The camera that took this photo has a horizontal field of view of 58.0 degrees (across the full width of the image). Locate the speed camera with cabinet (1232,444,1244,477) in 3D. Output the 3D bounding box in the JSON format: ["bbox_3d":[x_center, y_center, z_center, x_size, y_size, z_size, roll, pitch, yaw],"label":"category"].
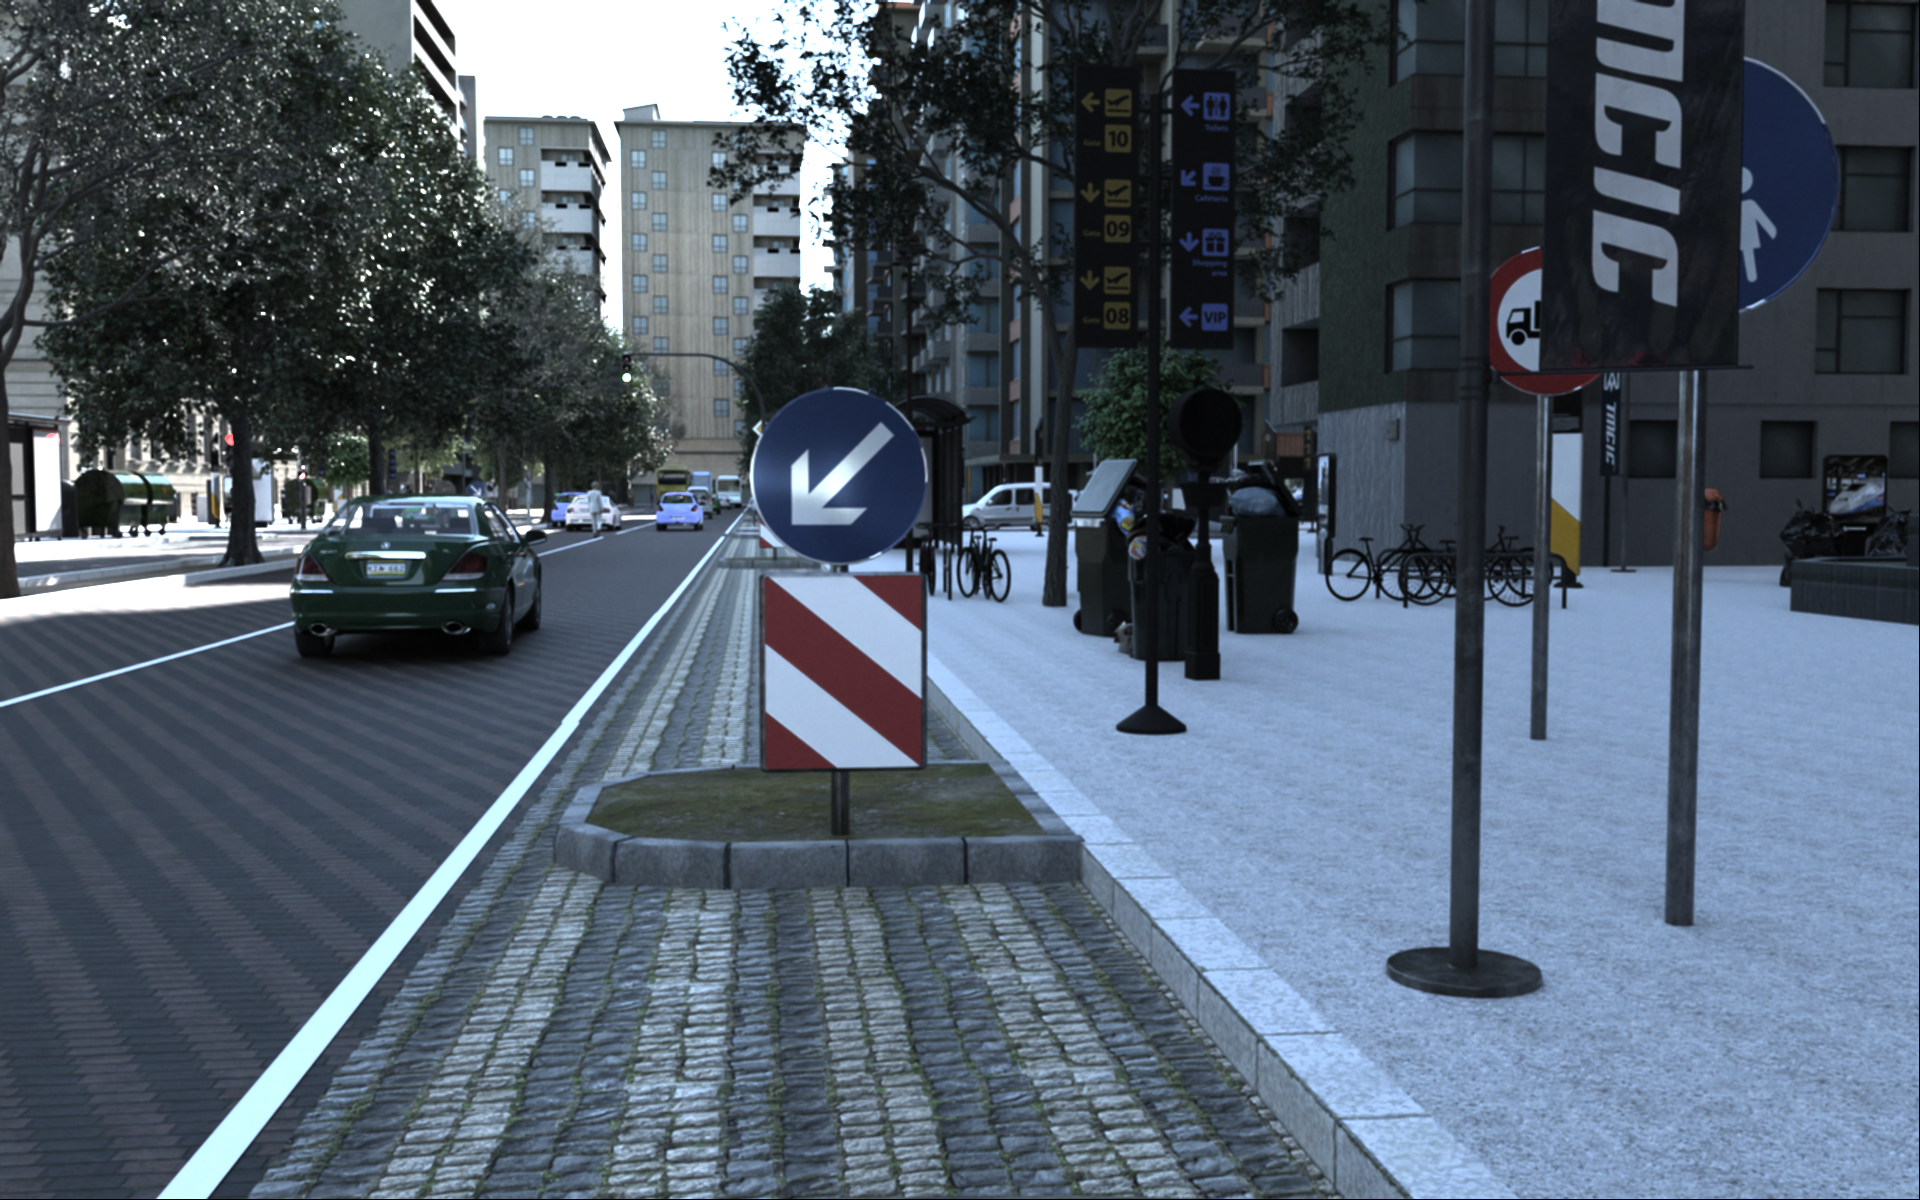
[{"bbox_3d":[11.131,-4.378,65.919,2.038,3.252,0.660,0,4,-1],"label":"speed camera with cabinet"}]

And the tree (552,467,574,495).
[{"bbox_3d":[-36.758,-12.671,157.537,4.737,8.622,4.395,0,3,0],"label":"tree"}]

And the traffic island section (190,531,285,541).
[{"bbox_3d":[-22.795,-1.976,54.589,2.009,0.180,2.903,0,4,-7],"label":"traffic island section"}]

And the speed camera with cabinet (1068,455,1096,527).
[{"bbox_3d":[4.633,-4.507,68.030,2.038,3.252,0.660,0,4,-2],"label":"speed camera with cabinet"}]

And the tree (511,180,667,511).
[{"bbox_3d":[-17.897,-9.461,67.511,12.009,13.543,11.850,0,3,0],"label":"tree"}]

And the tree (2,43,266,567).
[{"bbox_3d":[-14.158,-7.001,33.936,9.611,12.733,9.660,0,3,0],"label":"tree"}]

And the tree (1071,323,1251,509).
[{"bbox_3d":[3.853,-3.032,33.294,4.285,4.588,4.351,0,3,0],"label":"tree"}]

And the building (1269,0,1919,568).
[{"bbox_3d":[13.910,-16.219,36.876,14.160,30.474,14.107,0,4,-7],"label":"building"}]

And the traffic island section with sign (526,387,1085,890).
[{"bbox_3d":[-0.636,0.088,7.196,1.989,1.847,2.006,0,4,-7],"label":"traffic island section with sign"}]

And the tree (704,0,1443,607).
[{"bbox_3d":[1.013,-5.185,19.188,8.767,10.594,7.601,1,4,8],"label":"tree"}]

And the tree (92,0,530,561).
[{"bbox_3d":[-14.906,-7.617,43.998,9.611,12.733,9.660,0,3,0],"label":"tree"}]

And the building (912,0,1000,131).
[{"bbox_3d":[8.289,-30.959,125.787,23.786,49.044,30.456,0,4,-7],"label":"building"}]

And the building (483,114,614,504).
[{"bbox_3d":[-60.578,-39.779,239.622,27.495,52.752,28.713,0,4,-7],"label":"building"}]

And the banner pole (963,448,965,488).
[{"bbox_3d":[-0.048,-5.649,82.372,0.401,3.779,0.863,3,5,40],"label":"banner pole"}]

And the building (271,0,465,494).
[{"bbox_3d":[-54.511,-31.877,144.898,21.300,48.544,21.600,0,4,-7],"label":"building"}]

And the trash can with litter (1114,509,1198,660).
[{"bbox_3d":[1.465,-0.138,13.648,0.624,1.170,1.055,-1,4,-14],"label":"trash can with litter"}]

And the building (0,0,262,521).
[{"bbox_3d":[-44.782,-15.248,82.581,16.112,22.955,30.059,0,4,-7],"label":"building"}]

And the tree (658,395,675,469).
[{"bbox_3d":[-23.280,-11.726,111.183,9.611,12.733,9.660,0,3,0],"label":"tree"}]

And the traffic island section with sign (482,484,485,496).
[{"bbox_3d":[-17.465,-3.349,62.898,2.006,1.907,1.989,0,4,-7],"label":"traffic island section with sign"}]

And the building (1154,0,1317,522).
[{"bbox_3d":[14.818,-26.389,86.079,28.867,44.769,22.147,0,4,-7],"label":"building"}]

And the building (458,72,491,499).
[{"bbox_3d":[-52.779,-29.337,163.250,14.154,41.232,14.086,0,4,-7],"label":"building"}]

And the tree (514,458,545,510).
[{"bbox_3d":[-34.734,-13.373,136.775,7.486,12.596,7.792,0,3,0],"label":"tree"}]

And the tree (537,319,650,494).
[{"bbox_3d":[-21.997,-10.595,101.447,9.928,11.665,9.643,0,3,0],"label":"tree"}]

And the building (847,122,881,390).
[{"bbox_3d":[-5.783,-33.698,201.068,14.600,45.320,14.200,0,4,-7],"label":"building"}]

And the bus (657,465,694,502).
[{"bbox_3d":[-24.298,-9.541,147.548,2.896,3.916,12.252,0,4,-7],"label":"bus"}]

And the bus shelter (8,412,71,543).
[{"bbox_3d":[-25.068,-4.013,43.245,2.179,5.291,8.768,0,4,-6],"label":"bus shelter"}]

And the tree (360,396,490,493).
[{"bbox_3d":[-31.393,-11.108,99.749,7.486,12.596,7.792,0,3,0],"label":"tree"}]

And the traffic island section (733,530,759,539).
[{"bbox_3d":[-6.363,-2.092,56.486,2.009,0.180,2.903,0,4,-7],"label":"traffic island section"}]

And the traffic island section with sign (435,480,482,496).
[{"bbox_3d":[-16.620,-2.899,55.539,2.006,1.907,1.989,0,4,-7],"label":"traffic island section with sign"}]

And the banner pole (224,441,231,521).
[{"bbox_3d":[-34.773,-5.656,82.489,0.401,3.779,0.863,0,4,7],"label":"banner pole"}]

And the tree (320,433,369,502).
[{"bbox_3d":[-28.811,-5.963,81.209,4.285,4.588,4.351,0,3,0],"label":"tree"}]

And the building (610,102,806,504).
[{"bbox_3d":[-33.237,-39.957,242.528,27.495,52.752,28.713,0,4,-7],"label":"building"}]

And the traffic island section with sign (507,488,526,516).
[{"bbox_3d":[-29.345,-6.431,113.778,1.989,1.847,2.006,0,4,-7],"label":"traffic island section with sign"}]

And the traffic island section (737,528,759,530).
[{"bbox_3d":[-7.284,-2.577,64.418,2.009,0.180,2.903,0,4,-7],"label":"traffic island section"}]

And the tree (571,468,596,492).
[{"bbox_3d":[-39.675,-12.153,182.411,4.285,4.588,4.351,0,3,0],"label":"tree"}]

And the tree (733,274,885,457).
[{"bbox_3d":[-8.298,-11.834,100.133,9.857,13.997,8.962,0,3,0],"label":"tree"}]

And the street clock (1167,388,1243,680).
[{"bbox_3d":[1.683,-0.453,11.971,0.471,2.002,0.358,-1,4,-16],"label":"street clock"}]

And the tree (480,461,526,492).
[{"bbox_3d":[-33.944,-8.849,128.397,4.285,4.588,4.351,0,3,0],"label":"tree"}]

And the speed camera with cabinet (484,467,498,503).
[{"bbox_3d":[-34.465,-8.007,125.250,2.038,3.252,0.660,1,4,12],"label":"speed camera with cabinet"}]

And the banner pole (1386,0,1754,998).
[{"bbox_3d":[1.546,-0.879,4.389,0.863,3.779,0.401,2,4,25],"label":"banner pole"}]

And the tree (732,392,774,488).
[{"bbox_3d":[-20.906,-17.620,205.099,9.611,12.733,9.660,0,3,0],"label":"tree"}]

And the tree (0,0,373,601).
[{"bbox_3d":[-12.974,-6.744,23.086,12.009,13.543,11.850,0,3,0],"label":"tree"}]

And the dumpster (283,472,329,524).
[{"bbox_3d":[-27.997,-4.380,74.103,1.502,2.255,1.985,0,4,-7],"label":"dumpster"}]

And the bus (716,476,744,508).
[{"bbox_3d":[-24.359,-11.511,183.063,2.948,3.499,13.247,0,4,-7],"label":"bus"}]

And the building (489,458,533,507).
[{"bbox_3d":[-63.279,-21.039,189.020,28.899,21.520,27.650,0,4,-7],"label":"building"}]

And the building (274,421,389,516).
[{"bbox_3d":[-47.393,-18.156,115.943,14.460,24.649,34.723,0,4,-7],"label":"building"}]

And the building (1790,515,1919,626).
[{"bbox_3d":[19.946,-28.466,7.418,21.231,58.520,28.212,0,4,-7],"label":"building"}]

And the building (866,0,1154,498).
[{"bbox_3d":[2.985,-30.648,155.726,22.147,44.769,28.867,0,4,-7],"label":"building"}]

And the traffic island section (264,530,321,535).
[{"bbox_3d":[-23.716,-2.461,62.521,2.009,0.180,2.903,0,4,-7],"label":"traffic island section"}]

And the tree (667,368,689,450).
[{"bbox_3d":[-24.351,-12.855,123.013,12.009,13.543,11.850,0,3,0],"label":"tree"}]

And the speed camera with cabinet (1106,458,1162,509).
[{"bbox_3d":[4.153,-2.884,41.482,0.660,3.252,2.038,2,4,32],"label":"speed camera with cabinet"}]

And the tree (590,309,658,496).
[{"bbox_3d":[-19.975,-10.055,83.857,9.611,12.733,9.660,0,3,0],"label":"tree"}]

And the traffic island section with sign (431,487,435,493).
[{"bbox_3d":[-26.238,-4.793,86.998,1.989,1.847,2.006,0,4,-7],"label":"traffic island section with sign"}]

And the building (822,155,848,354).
[{"bbox_3d":[-4.115,-38.155,243.445,30.456,49.044,23.786,0,4,-7],"label":"building"}]

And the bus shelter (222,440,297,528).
[{"bbox_3d":[-26.972,-4.518,67.787,2.014,3.302,5.546,0,4,-6],"label":"bus shelter"}]

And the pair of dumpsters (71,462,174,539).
[{"bbox_3d":[-24.839,-2.993,51.431,1.574,2.255,4.437,0,4,-7],"label":"pair of dumpsters"}]

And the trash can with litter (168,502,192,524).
[{"bbox_3d":[-34.295,-3.863,74.219,2.233,1.210,1.678,0,4,-2],"label":"trash can with litter"}]

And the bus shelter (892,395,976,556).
[{"bbox_3d":[-0.982,-2.703,38.114,2.014,3.302,5.546,0,4,-6],"label":"bus shelter"}]

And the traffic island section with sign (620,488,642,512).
[{"bbox_3d":[-26.144,-7.914,137.536,2.006,1.907,1.989,0,4,-7],"label":"traffic island section with sign"}]

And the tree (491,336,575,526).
[{"bbox_3d":[-19.167,-7.583,76.808,4.360,8.622,3.978,0,3,0],"label":"tree"}]
